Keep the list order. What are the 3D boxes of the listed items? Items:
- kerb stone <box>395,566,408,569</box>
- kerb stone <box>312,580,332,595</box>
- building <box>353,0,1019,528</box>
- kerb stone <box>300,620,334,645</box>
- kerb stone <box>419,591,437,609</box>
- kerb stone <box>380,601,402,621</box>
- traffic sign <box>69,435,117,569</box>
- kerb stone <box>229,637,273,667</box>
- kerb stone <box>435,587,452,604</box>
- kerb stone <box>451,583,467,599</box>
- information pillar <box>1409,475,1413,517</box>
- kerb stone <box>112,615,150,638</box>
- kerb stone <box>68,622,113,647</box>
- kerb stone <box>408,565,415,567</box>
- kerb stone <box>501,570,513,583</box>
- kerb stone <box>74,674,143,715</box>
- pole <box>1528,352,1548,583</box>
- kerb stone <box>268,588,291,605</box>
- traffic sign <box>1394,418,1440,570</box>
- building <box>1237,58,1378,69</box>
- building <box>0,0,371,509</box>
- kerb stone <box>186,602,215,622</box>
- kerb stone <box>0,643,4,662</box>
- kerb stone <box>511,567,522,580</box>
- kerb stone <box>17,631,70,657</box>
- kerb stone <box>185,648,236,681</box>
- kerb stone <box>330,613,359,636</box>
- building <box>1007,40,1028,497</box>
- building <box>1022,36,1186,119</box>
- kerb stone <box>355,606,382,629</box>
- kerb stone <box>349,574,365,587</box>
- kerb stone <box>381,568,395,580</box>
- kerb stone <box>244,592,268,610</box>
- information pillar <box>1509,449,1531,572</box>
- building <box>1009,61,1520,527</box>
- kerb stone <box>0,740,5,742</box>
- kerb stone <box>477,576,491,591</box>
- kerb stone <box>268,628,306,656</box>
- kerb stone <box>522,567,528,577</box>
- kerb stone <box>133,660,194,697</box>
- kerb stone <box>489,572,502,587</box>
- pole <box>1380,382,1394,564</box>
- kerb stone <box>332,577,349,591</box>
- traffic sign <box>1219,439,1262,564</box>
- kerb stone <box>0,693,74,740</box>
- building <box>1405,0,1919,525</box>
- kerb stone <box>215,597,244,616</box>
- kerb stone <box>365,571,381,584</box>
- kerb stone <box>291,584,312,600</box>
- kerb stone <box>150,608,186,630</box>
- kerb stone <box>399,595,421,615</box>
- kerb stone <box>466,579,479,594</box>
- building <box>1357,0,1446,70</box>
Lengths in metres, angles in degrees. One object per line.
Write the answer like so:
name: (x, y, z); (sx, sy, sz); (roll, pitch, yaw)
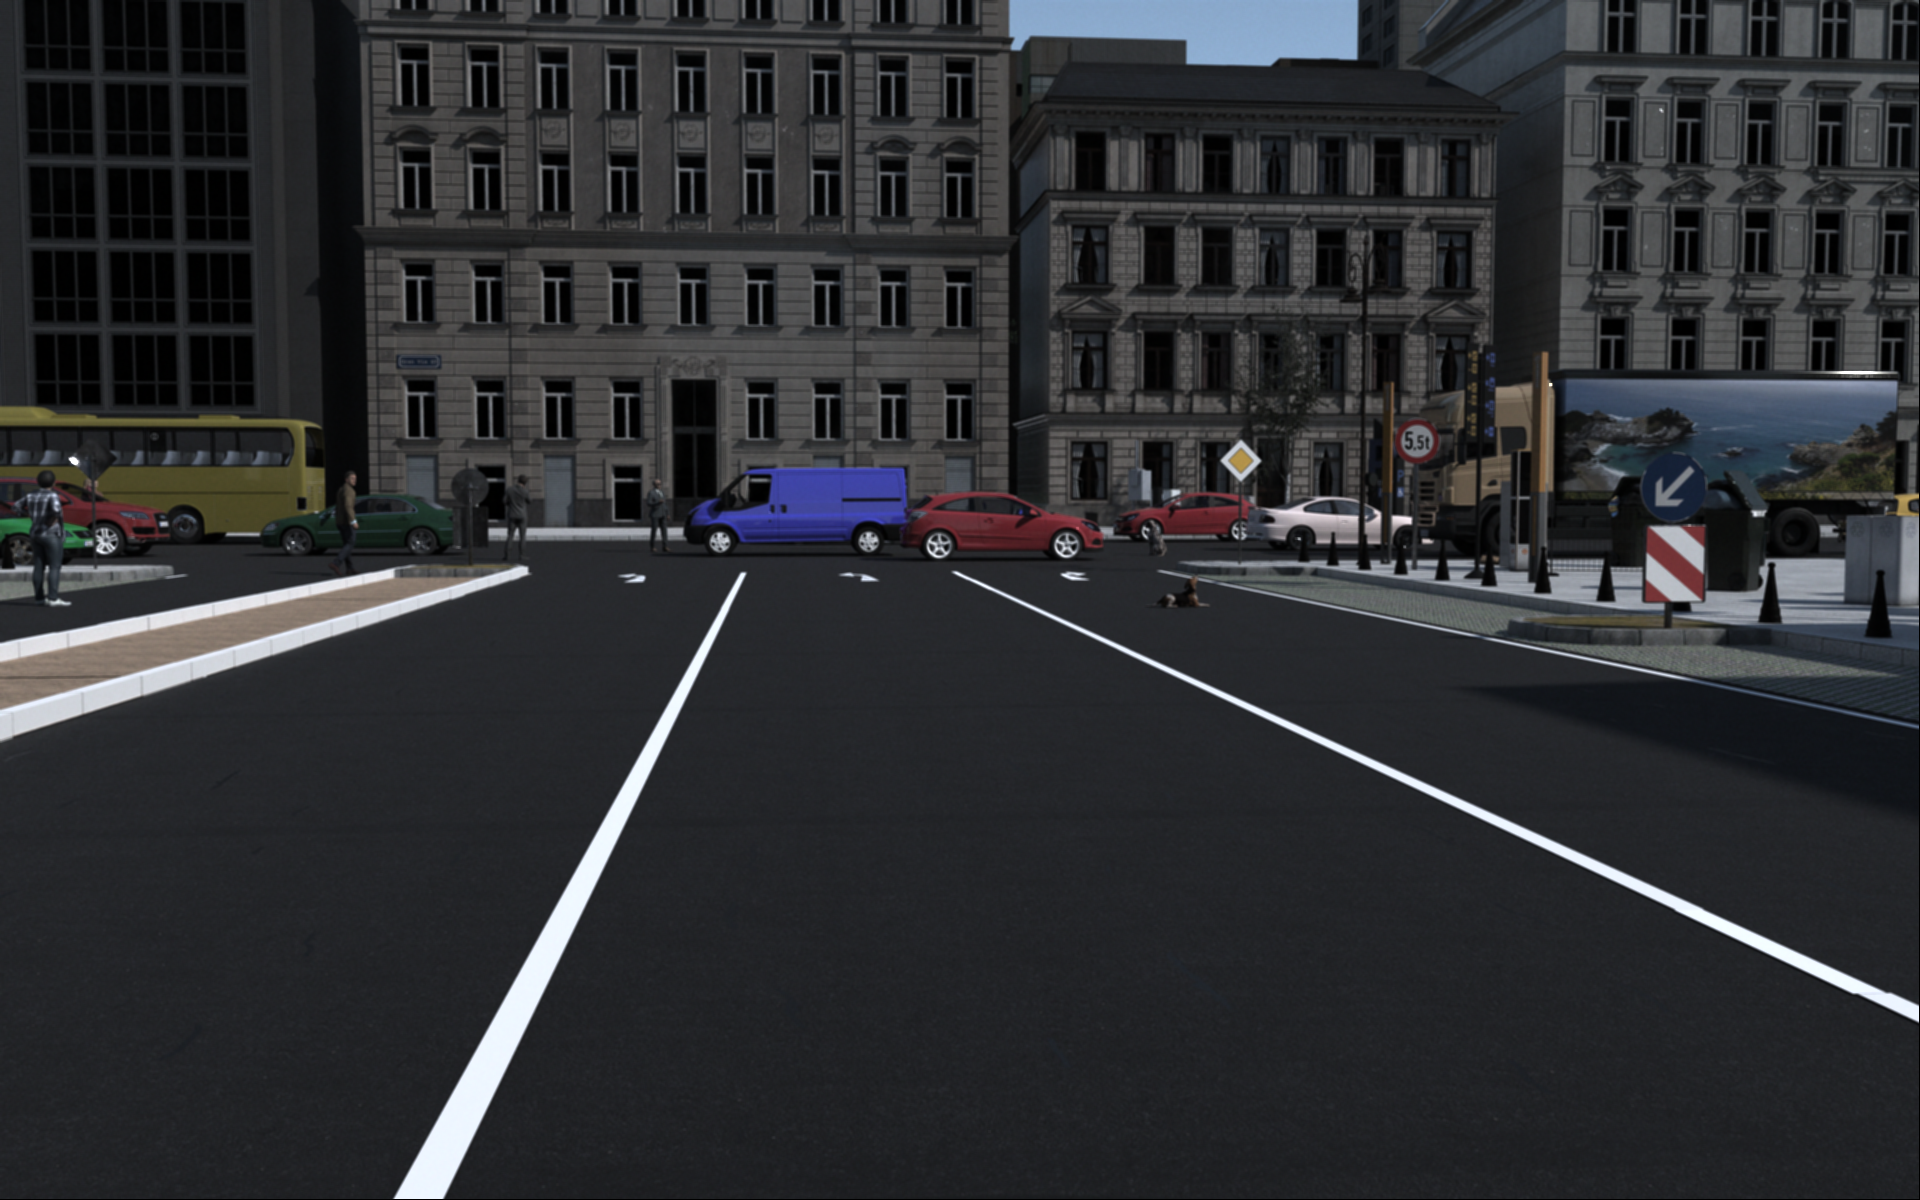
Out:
kerb stone: (-9.721, -0.468, 29.843); (0.120, 0.150, 1.000); (0, 4, -6)
kerb stone: (-9.202, -0.155, 24.732); (0.120, 0.150, 1.000); (0, 4, -6)
building: (-10.679, -16.736, 70.890); (25.104, 27.353, 12.463); (0, 4, -6)
kerb stone: (-6.296, 0.329, 16.812); (0.120, 0.150, 1.000); (0, 4, -6)
kerb stone: (-6.812, 0.016, 21.931); (0.120, 0.150, 1.000); (0, 4, -6)
kerb stone: (-6.604, 0.142, 19.882); (0.120, 0.150, 1.000); (0, 4, -6)
traffic sign: (-14.792, -1.586, 29.580); (0.795, 2.450, 0.064); (0, 4, -6)
kerb stone: (-6.088, 0.457, 14.772); (0.120, 0.150, 1.000); (0, 4, -6)
kerb stone: (-6.919, -0.044, 22.951); (0.120, 0.150, 1.000); (0, 4, -6)
kerb stone: (-7.014, -0.102, 23.971); (0.120, 0.150, 1.000); (0, 4, -6)
information pillar: (17.113, -3.714, 65.213); (0.304, 2.012, 0.304); (-1, 4, -11)
kerb stone: (-8.494, 0.284, 17.583); (0.120, 0.150, 1.000); (0, 4, -6)
kerb stone: (-8.378, 0.350, 16.563); (0.120, 0.150, 1.000); (0, 4, -6)
kerb stone: (-9.822, -0.523, 30.863); (0.120, 0.150, 1.000); (0, 4, -6)
kerb stone: (-7.430, -0.359, 28.067); (0.120, 0.150, 1.000); (0, 4, -6)
kerb stone: (-5.785, 0.642, 11.705); (0.120, 0.150, 1.000); (0, 4, -6)
pole: (8.337, -1.904, 24.968); (0.158, 3.312, 0.155); (0, 3, 0)
kerb stone: (-8.999, -0.030, 22.692); (0.120, 0.150, 1.000); (0, 4, -6)
traffic sign: (7.691, -1.781, 29.233); (0.768, 2.556, 0.104); (0, 4, 0)
building: (32.811, -32.161, 175.947); (14.200, 45.320, 14.600); (0, 4, -6)
building: (-36.541, -16.858, 69.132); (24.014, 27.812, 14.314); (0, 4, -6)
kerb stone: (-8.695, 0.157, 19.629); (0.120, 0.150, 1.000); (0, 4, -6)
kerb stone: (-8.176, 0.473, 14.521); (0.120, 0.150, 1.000); (0, 4, -6)
kerb stone: (-7.531, -0.422, 29.087); (0.120, 0.150, 1.000); (0, 4, -6)
kerb stone: (-8.281, 0.407, 15.543); (0.120, 0.150, 1.000); (0, 4, -6)
kerb stone: (-5.988, 0.519, 13.752); (0.120, 0.150, 1.000); (0, 4, -6)
kerb stone: (-6.397, 0.267, 17.834); (0.120, 0.150, 1.000); (0, 4, -6)
building: (10.608, -31.995, 173.237); (14.600, 45.320, 14.200); (0, 4, -6)
building: (12.409, -29.098, 159.355); (14.154, 41.232, 14.086); (0, 4, -6)
kerb stone: (-6.500, 0.204, 18.862); (0.120, 0.150, 1.000); (0, 4, -6)
kerb stone: (-9.414, -0.275, 26.771); (0.120, 0.150, 1.000); (0, 4, -6)
kerb stone: (-9.620, -0.399, 28.823); (0.120, 0.150, 1.000); (0, 4, -6)
kerb stone: (-8.902, 0.033, 21.672); (0.120, 0.150, 1.000); (0, 4, -6)
information pillar: (9.289, -1.476, 28.619); (0.304, 2.012, 0.304); (0, 4, -4)
building: (11.899, -12.729, 72.742); (19.286, 19.102, 10.561); (0, 4, -6)
kerb stone: (-5.572, 0.767, 9.664); (0.120, 0.150, 1.000); (0, 4, -6)
kerb stone: (-7.228, -0.234, 26.015); (0.120, 0.150, 1.000); (0, 4, -6)
kerb stone: (-6.190, 0.392, 15.791); (0.120, 0.150, 1.000); (0, 4, -6)
kerb stone: (-7.643, -0.484, 30.114); (0.120, 0.150, 1.000); (0, 4, -6)
kerb stone: (-5.883, 0.579, 12.727); (0.120, 0.150, 1.000); (0, 4, -6)
kerb stone: (-7.328, -0.296, 27.041); (0.120, 0.150, 1.000); (0, 4, -6)
pole: (7.803, -2.311, 31.632); (0.158, 3.312, 0.155); (0, 3, 0)
kerb stone: (-9.311, -0.217, 25.751); (0.120, 0.150, 1.000); (0, 4, -6)
traffic sign: (5.103, -1.708, 31.563); (0.795, 2.450, 0.064); (0, 4, -6)
kerb stone: (-5.682, 0.704, 10.685); (0.120, 0.150, 1.000); (0, 4, -6)
building: (44.649, -18.518, 79.180); (44.131, 29.872, 17.030); (0, 4, -6)
kerb stone: (-8.792, 0.095, 20.650); (0.120, 0.150, 1.000); (0, 4, -6)
kerb stone: (-9.515, -0.343, 27.803); (0.120, 0.150, 1.000); (0, 4, -6)
kerb stone: (-9.104, -0.093, 23.712); (0.120, 0.150, 1.000); (0, 4, -6)
kerb stone: (-8.585, 0.220, 18.610); (0.120, 0.150, 1.000); (0, 4, -6)
kerb stone: (-6.709, 0.079, 20.906); (0.120, 0.150, 1.000); (0, 4, -6)
kerb stone: (-7.125, -0.163, 24.990); (0.120, 0.150, 1.000); (0, 4, -6)
building: (50.392, -45.018, 174.291); (20.611, 71.187, 20.563); (0, 4, -6)
